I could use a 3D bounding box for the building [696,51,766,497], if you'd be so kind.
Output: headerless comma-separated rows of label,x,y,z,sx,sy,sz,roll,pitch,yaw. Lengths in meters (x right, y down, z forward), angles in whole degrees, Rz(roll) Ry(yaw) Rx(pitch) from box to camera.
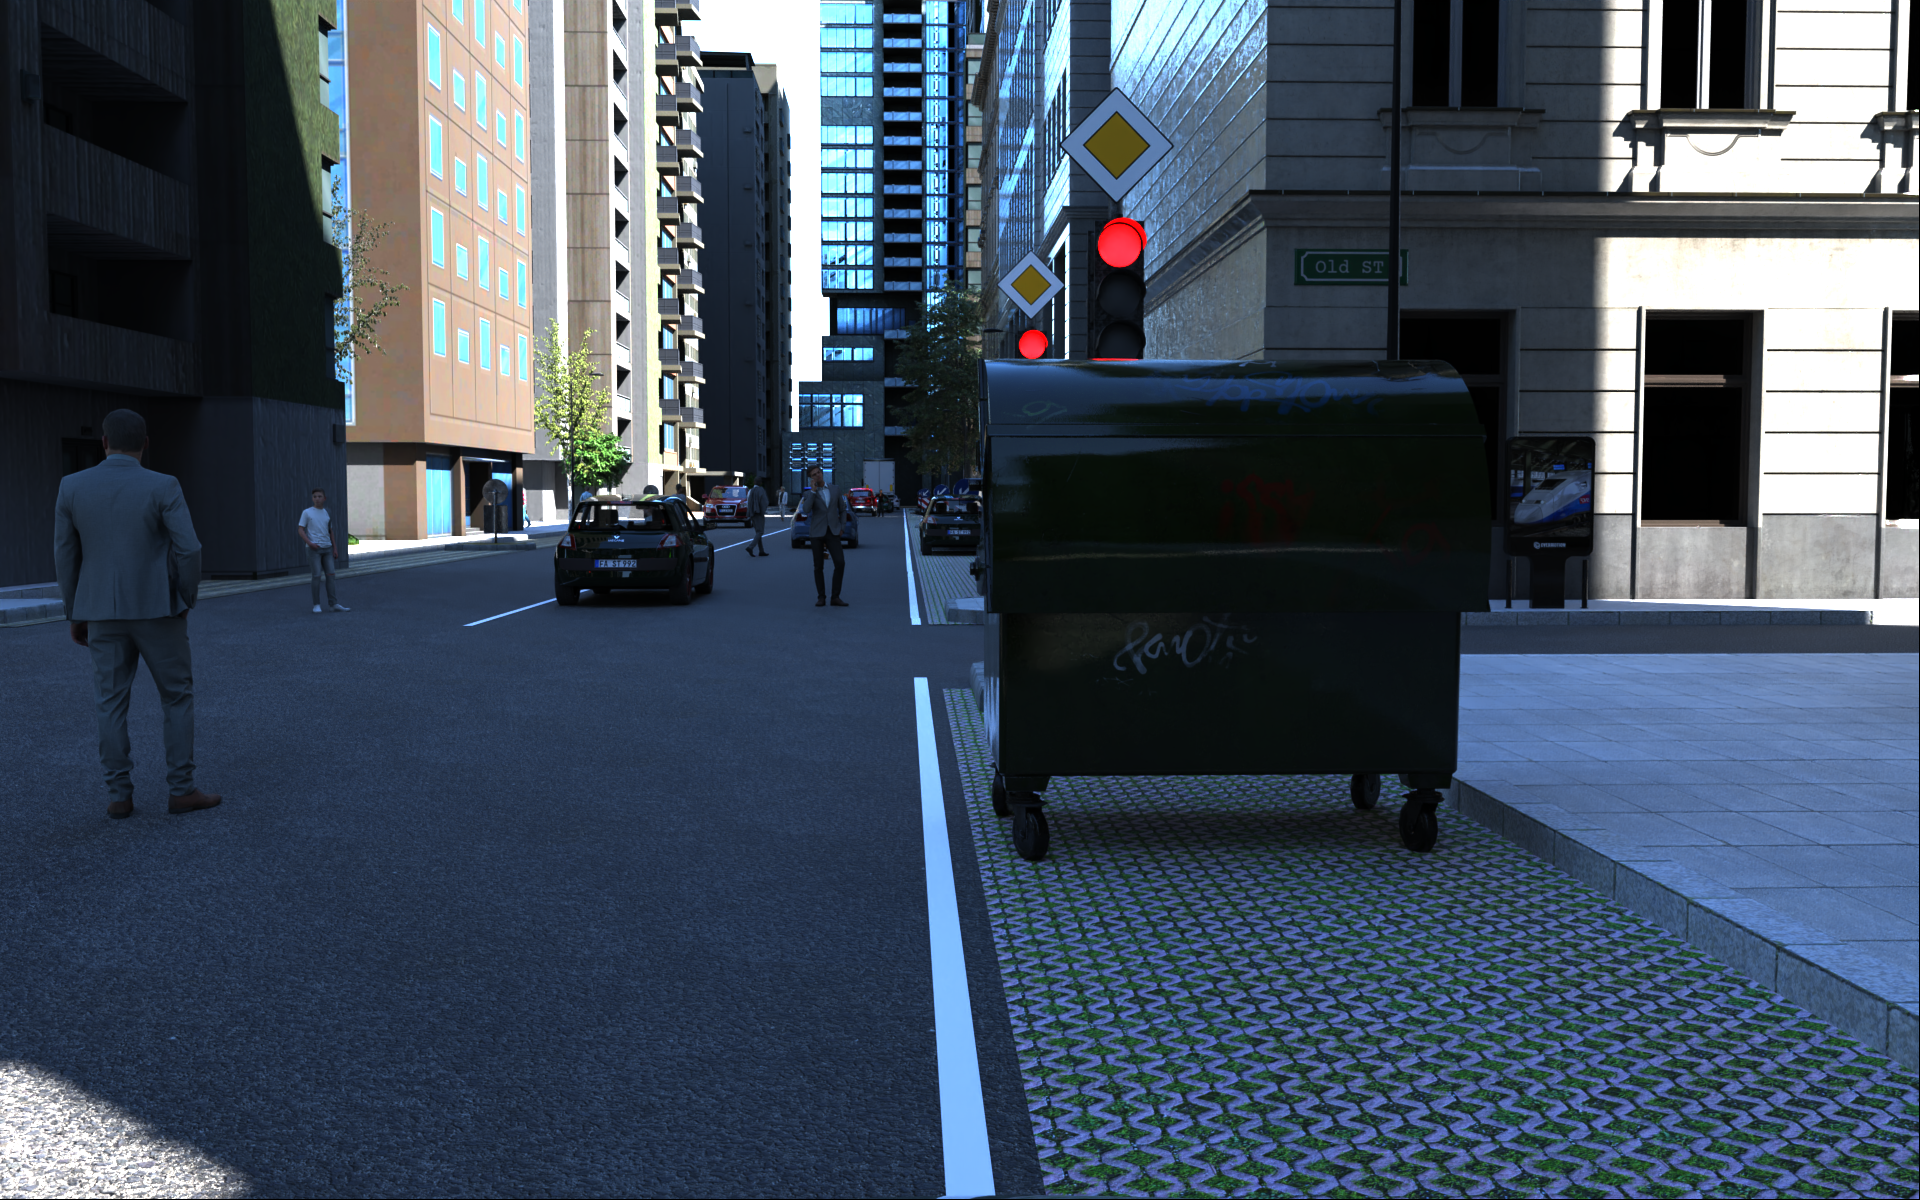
building,-25.583,-29.325,163.055,14.086,41.232,14.154,0,4,-2

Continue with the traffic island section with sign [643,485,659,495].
traffic island section with sign,-12.922,-3.904,72.452,1.989,1.847,2.006,0,4,-2

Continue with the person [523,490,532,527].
person,-16.738,-3.637,66.339,0.643,1.720,0.563,-1,4,-16

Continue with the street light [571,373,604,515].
street light,-14.321,-5.741,66.405,1.470,5.913,1.316,0,4,-2

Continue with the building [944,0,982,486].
building,9.004,-44.136,159.875,20.563,71.187,20.611,0,4,-2

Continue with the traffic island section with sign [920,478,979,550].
traffic island section with sign,0.029,-2.214,44.826,1.989,1.847,2.006,0,4,-2

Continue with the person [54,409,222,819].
person,-3.686,0.053,7.735,0.635,1.810,0.391,-1,4,-15

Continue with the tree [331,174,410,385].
tree,-14.730,-5.433,39.194,4.360,8.622,3.978,0,3,0

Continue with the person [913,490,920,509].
person,-4.064,-9.828,168.814,0.705,1.869,1.348,2,4,35

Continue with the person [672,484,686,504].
person,-8.124,-2.509,50.277,0.466,1.731,0.760,-3,5,-44

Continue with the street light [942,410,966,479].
street light,-0.273,-7.507,95.278,1.470,5.913,1.316,0,4,-2

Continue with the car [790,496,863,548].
car,-3.657,-2.150,47.156,2.014,1.417,4.499,0,4,-3

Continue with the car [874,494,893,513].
car,-6.129,-7.314,131.388,2.131,1.459,4.920,0,4,-1

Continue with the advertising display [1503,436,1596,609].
advertising display,6.589,-0.867,19.391,0.974,1.923,0.123,0,4,0

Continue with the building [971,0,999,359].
building,7.199,-17.419,82.067,12.463,27.353,25.104,0,4,-2

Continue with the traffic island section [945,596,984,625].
traffic island section,0.840,0.125,20.241,2.009,0.180,2.903,0,4,-2

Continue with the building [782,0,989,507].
building,-3.209,-53.519,187.702,31.000,86.520,22.319,0,4,-2

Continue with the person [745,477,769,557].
person,-4.629,-1.904,39.736,0.679,1.850,0.850,3,4,36

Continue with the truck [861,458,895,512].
truck,-6.646,-9.339,141.610,2.839,4.237,11.283,0,4,-3

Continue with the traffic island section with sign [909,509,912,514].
traffic island section with sign,-2.545,-6.978,122.721,1.989,1.847,2.006,0,4,-2

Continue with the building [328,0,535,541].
building,-21.751,-24.638,52.937,14.600,45.320,14.200,0,4,-2

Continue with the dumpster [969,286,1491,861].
dumpster,1.029,-0.139,7.228,1.985,2.255,1.502,0,4,-2

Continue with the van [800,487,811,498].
van,-12.647,-8.912,150.088,2.240,2.365,5.245,0,4,-1

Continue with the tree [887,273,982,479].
tree,0.614,-11.894,101.115,9.857,13.997,8.962,0,3,0

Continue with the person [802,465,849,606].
person,-1.716,-0.824,22.155,0.592,1.802,0.473,0,4,0

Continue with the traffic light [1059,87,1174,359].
traffic light,1.063,-1.420,12.145,0.839,4.253,0.868,0,4,-2

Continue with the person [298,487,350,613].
person,-7.720,-0.604,20.971,0.523,1.515,0.503,0,4,7

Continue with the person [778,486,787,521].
person,-9.378,-5.099,91.742,0.514,1.842,0.818,0,4,1

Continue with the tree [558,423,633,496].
tree,-16.494,-5.782,78.250,4.285,4.588,4.351,0,3,0

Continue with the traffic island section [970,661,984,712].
traffic island section,1.104,0.613,12.260,2.009,0.180,2.903,0,4,-2

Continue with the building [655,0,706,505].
building,-27.987,-27.744,108.236,22.147,44.769,28.867,0,4,-2

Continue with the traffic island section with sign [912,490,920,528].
traffic island section with sign,-0.888,-3.910,72.558,1.989,1.847,2.006,0,4,-2

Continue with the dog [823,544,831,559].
dog,-3.070,-1.098,38.148,0.550,0.427,0.748,3,4,37

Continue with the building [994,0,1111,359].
building,7.423,-16.947,54.582,11.434,29.767,29.804,0,4,-2

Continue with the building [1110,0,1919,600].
building,24.792,-15.421,28.544,44.131,29.872,17.030,0,4,-2

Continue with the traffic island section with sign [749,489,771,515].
traffic island section with sign,-14.543,-6.907,121.553,1.989,1.847,2.006,0,4,-2

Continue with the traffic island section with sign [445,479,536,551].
traffic island section with sign,-11.986,-2.190,44.439,1.989,1.847,2.006,0,4,-2

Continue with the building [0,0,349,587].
building,-18.585,-15.518,25.413,14.160,30.474,14.107,0,4,-2

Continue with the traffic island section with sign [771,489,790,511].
traffic island section with sign,-15.428,-8.555,148.494,1.989,1.847,2.006,0,4,-2

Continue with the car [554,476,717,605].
car,-4.393,-0.854,23.743,2.009,1.686,4.222,0,4,-2

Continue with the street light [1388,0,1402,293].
street light,2.502,-2.421,12.119,1.470,5.913,1.316,0,4,-2

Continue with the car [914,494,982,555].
car,-0.094,-1.948,41.637,2.009,1.686,4.222,0,4,-2

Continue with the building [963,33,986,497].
building,7.166,-20.860,112.761,14.160,30.474,14.107,0,4,-2

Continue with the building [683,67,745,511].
building,-33.528,-27.109,135.109,32.217,40.220,23.993,0,4,-2

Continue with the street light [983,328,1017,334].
street light,1.340,-4.658,48.692,1.470,5.913,1.316,0,4,-2

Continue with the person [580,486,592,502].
person,-15.100,-3.809,70.129,0.589,1.601,0.330,1,4,11

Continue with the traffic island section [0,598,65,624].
traffic island section,-11.495,0.149,19.839,2.009,0.180,2.903,0,4,-2

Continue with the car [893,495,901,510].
car,-6.394,-8.835,156.817,2.083,1.381,4.827,0,4,-3

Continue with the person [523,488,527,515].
person,-17.533,-3.856,69.047,0.622,1.834,0.822,1,4,20

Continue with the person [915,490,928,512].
person,-3.006,-7.933,138.881,1.217,1.739,0.721,1,4,11

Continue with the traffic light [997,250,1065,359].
traffic light,0.799,-1.909,20.126,0.839,4.253,0.868,0,4,-2

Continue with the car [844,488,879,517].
car,-6.371,-6.308,111.809,2.281,1.827,5.304,0,4,-2

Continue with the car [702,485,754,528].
car,-9.879,-4.024,74.472,2.281,1.827,5.304,0,4,-4

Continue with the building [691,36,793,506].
building,-29.481,-34.489,187.602,21.600,48.544,21.300,0,4,-2

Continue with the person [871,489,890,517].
person,-4.984,-6.076,108.662,1.217,1.723,0.721,1,4,13

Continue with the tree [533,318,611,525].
tree,-16.295,-7.442,72.036,4.737,8.622,4.395,0,3,0

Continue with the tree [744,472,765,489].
tree,-18.429,-9.840,155.477,1.663,3.219,1.824,0,3,0

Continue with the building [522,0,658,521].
building,-23.010,-24.624,86.198,14.154,41.232,14.086,0,4,-2
